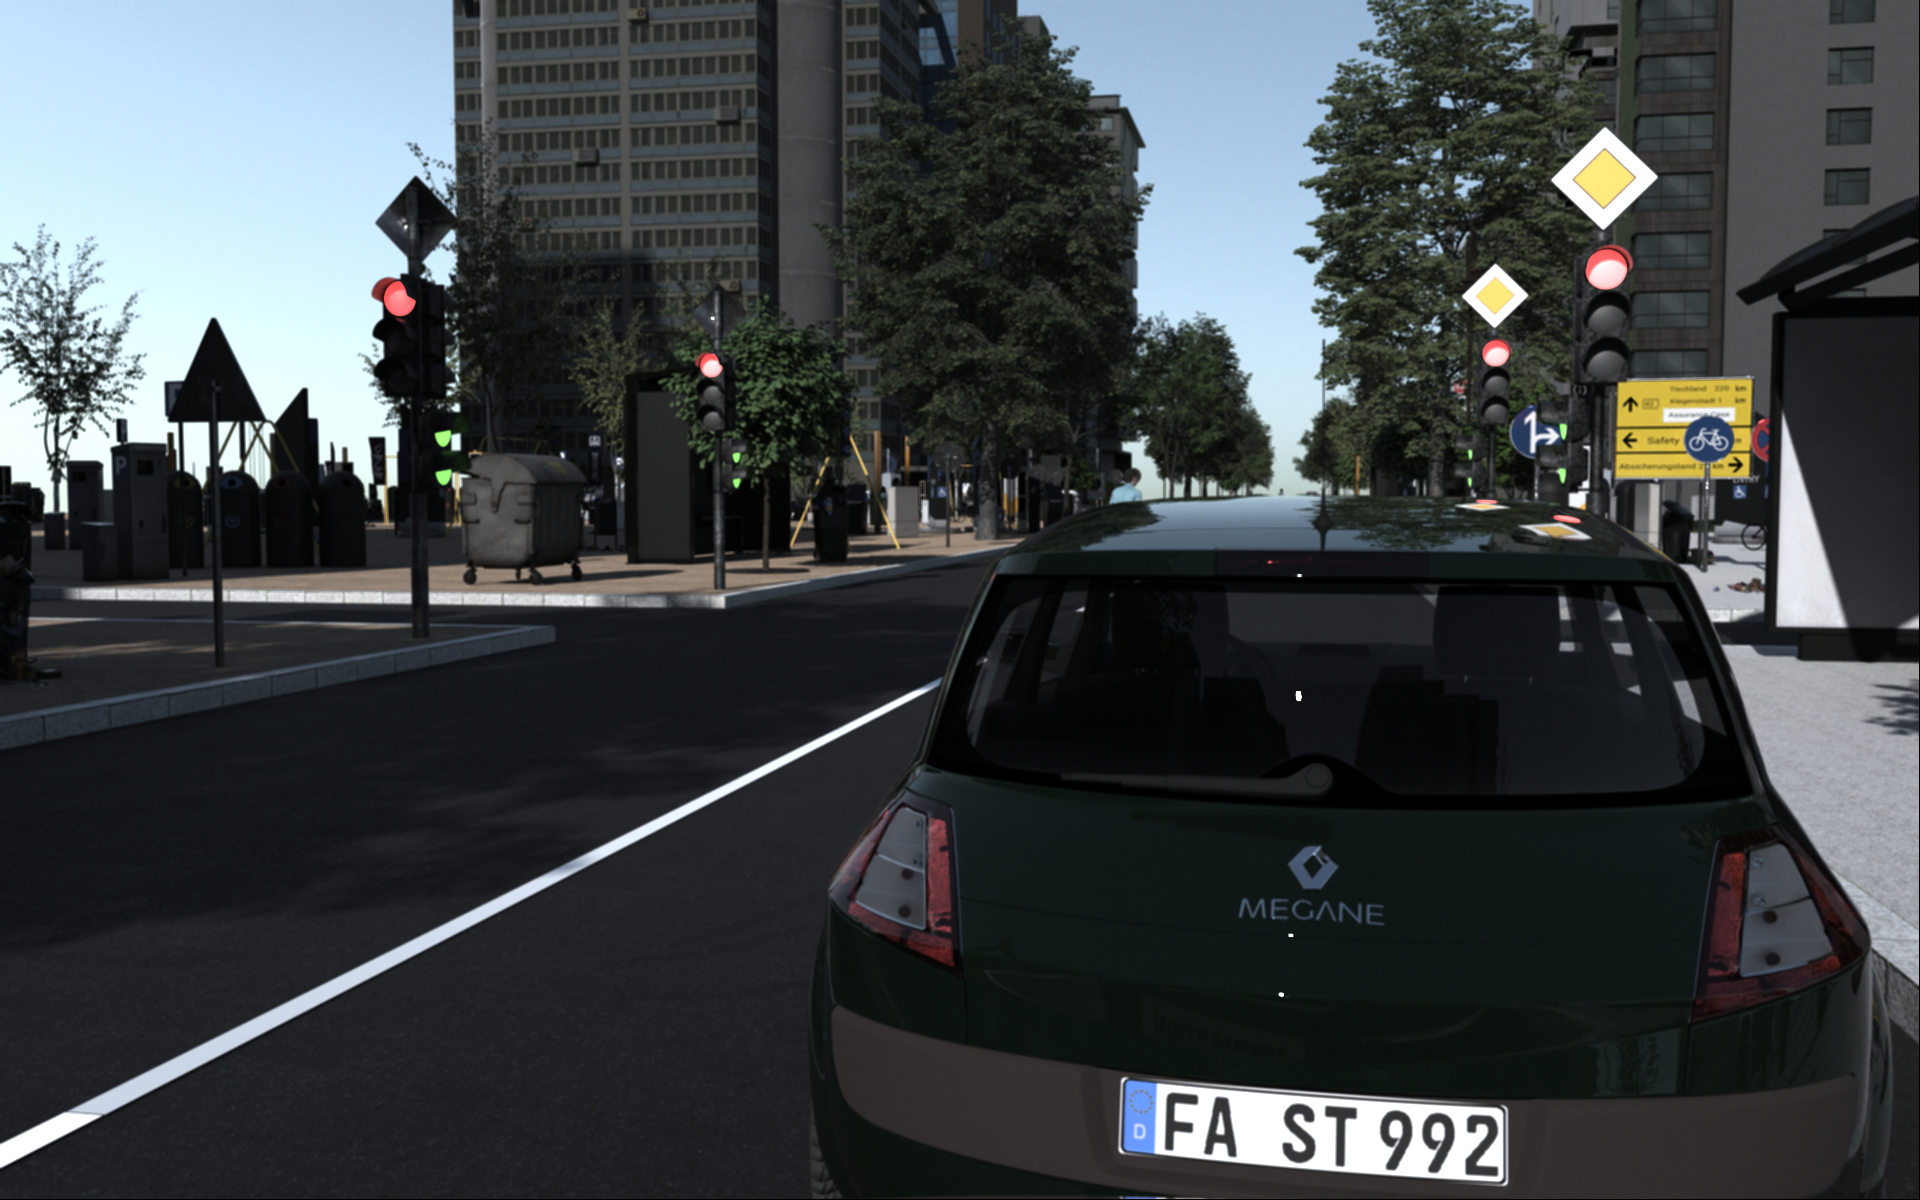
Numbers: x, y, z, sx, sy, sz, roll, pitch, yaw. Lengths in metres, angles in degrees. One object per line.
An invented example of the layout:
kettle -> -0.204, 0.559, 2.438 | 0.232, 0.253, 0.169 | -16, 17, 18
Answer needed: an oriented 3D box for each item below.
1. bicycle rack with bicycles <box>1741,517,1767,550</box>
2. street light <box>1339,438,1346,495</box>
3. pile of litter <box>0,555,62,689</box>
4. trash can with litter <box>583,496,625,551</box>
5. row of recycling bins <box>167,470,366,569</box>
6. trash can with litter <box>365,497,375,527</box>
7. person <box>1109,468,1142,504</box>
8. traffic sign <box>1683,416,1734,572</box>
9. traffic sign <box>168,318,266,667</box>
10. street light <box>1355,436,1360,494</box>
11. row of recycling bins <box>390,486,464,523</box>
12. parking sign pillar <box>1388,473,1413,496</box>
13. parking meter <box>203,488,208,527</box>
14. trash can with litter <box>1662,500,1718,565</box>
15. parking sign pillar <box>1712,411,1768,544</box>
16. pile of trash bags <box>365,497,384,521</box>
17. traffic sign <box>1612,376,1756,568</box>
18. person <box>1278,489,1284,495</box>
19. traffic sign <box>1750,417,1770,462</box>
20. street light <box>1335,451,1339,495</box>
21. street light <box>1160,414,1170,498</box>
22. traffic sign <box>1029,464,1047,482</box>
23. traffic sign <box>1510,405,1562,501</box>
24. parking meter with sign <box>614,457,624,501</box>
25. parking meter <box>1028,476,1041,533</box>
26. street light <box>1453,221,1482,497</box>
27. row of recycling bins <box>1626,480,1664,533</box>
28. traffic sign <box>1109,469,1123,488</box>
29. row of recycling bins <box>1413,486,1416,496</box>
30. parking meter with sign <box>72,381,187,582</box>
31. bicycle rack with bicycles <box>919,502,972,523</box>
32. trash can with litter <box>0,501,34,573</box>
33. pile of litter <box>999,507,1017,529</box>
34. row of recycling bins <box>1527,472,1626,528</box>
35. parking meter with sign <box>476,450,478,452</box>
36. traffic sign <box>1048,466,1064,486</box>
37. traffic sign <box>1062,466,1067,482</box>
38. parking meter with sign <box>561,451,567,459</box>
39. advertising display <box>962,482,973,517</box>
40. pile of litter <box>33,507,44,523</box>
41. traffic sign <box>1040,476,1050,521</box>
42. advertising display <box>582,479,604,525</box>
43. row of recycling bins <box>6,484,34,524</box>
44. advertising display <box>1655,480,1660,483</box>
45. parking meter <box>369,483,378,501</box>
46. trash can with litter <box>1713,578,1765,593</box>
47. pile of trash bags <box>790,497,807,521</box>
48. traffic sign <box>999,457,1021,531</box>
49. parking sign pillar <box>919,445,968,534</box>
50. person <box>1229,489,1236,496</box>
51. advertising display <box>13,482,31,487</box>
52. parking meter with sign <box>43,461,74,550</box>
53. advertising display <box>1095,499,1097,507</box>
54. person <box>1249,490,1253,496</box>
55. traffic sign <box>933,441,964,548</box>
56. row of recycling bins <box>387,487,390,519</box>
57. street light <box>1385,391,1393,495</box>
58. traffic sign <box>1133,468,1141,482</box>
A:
bicycle rack with bicycles -> 19.562, -1.562, 38.921 | 2.852, 0.926, 2.925 | -2, 4, -27
street light -> 30.314, -10.003, 136.339 | 0.468, 5.910, 1.993 | 1, 4, 11
pile of litter -> -6.886, 0.123, 11.948 | 1.176, 0.858, 1.719 | -2, 4, -32
trash can with litter -> -7.689, -1.721, 39.199 | 2.233, 1.210, 1.678 | 1, 4, 9
row of recycling bins -> -12.289, -1.426, 30.434 | 3.534, 1.692, 1.069 | -1, 4, -12
trash can with litter -> -23.864, -3.478, 67.921 | 1.678, 1.210, 2.233 | 3, 5, 41
person -> 2.452, -1.080, 26.177 | 0.660, 1.820, 0.620 | 3, 4, 37
traffic sign -> 12.197, -1.724, 28.286 | 0.768, 2.556, 0.104 | 1, 4, 13
traffic sign -> -5.510, -0.784, 12.816 | 0.884, 2.594, 0.081 | 1, 4, 19
street light -> 23.723, -8.015, 103.826 | 0.468, 5.910, 1.993 | 1, 4, 11
row of recycling bins -> -23.290, -4.272, 76.967 | 3.534, 1.692, 1.069 | -2, 4, -25
parking sign pillar -> 17.531, -4.917, 68.867 | 1.447, 3.967, 1.447 | 3, 5, 41
parking meter -> -29.733, -3.679, 68.559 | 0.372, 1.533, 0.369 | 0, 3, 0
trash can with litter -> 13.386, -1.247, 31.778 | 0.624, 1.170, 1.055 | -2, 4, -35
parking sign pillar -> 20.287, -3.446, 44.808 | 1.447, 3.967, 1.447 | -3, 4, -39
pile of trash bags -> -28.806, -4.500, 83.321 | 1.912, 1.369, 3.447 | -1, 4, -11
traffic sign -> 12.602, -2.224, 30.238 | 2.265, 3.308, 0.079 | 1, 4, 19
person -> 23.356, -7.172, 125.743 | 0.705, 1.826, 1.348 | -2, 4, -26
traffic sign -> 13.254, -1.719, 28.212 | 0.768, 2.556, 0.104 | 1, 4, 12
street light -> 37.018, -12.008, 169.117 | 0.468, 5.910, 1.993 | 1, 4, 11
street light -> 11.664, -7.702, 98.707 | 0.468, 5.910, 1.993 | 1, 4, 11
traffic sign -> 3.308, -4.510, 73.852 | 0.768, 2.556, 0.104 | 1, 4, 15
traffic sign -> 8.260, -1.511, 24.817 | 0.768, 2.556, 0.104 | 1, 4, 16
parking meter with sign -> -15.996, -5.309, 83.058 | 0.543, 3.016, 1.738 | 1, 4, 11
parking meter -> 2.479, -3.169, 57.519 | 0.399, 1.863, 0.255 | 1, 4, 17
street light -> 8.711, -3.477, 29.634 | 0.468, 5.910, 1.993 | 1, 4, 11
row of recycling bins -> 18.323, -2.435, 46.923 | 1.069, 1.692, 3.534 | 1, 4, 14
traffic sign -> 7.940, -5.395, 88.320 | 0.768, 2.556, 0.104 | 1, 4, 16
row of recycling bins -> 23.985, -5.162, 91.511 | 1.069, 1.692, 3.534 | 2, 4, 31
parking meter with sign -> -12.355, -1.821, 26.031 | 0.543, 3.016, 1.738 | 1, 4, 23
bicycle rack with bicycles -> -0.850, -3.978, 78.428 | 2.925, 0.926, 2.852 | -2, 4, -25
trash can with litter -> -14.722, -0.946, 26.855 | 0.624, 1.170, 1.055 | -2, 4, -27
pile of litter -> 1.708, -3.092, 64.525 | 1.176, 0.858, 1.719 | 2, 4, 25
row of recycling bins -> 12.081, -1.658, 34.225 | 1.069, 1.692, 3.534 | 2, 4, 35
parking meter with sign -> -18.504, -4.483, 69.563 | 1.738, 3.016, 0.543 | -1, 4, -16
traffic sign -> 4.272, -4.724, 77.337 | 0.768, 2.556, 0.104 | 1, 4, 17
traffic sign -> 4.861, -4.768, 78.060 | 0.768, 2.556, 0.104 | 1, 4, 14
parking meter with sign -> -16.397, -4.504, 69.895 | 0.543, 3.016, 1.738 | 0, 4, 5
advertising display -> 0.596, -5.499, 95.117 | 0.974, 1.923, 0.123 | 1, 4, 9
pile of litter -> -41.759, -3.876, 77.340 | 1.719, 0.858, 1.176 | -3, 4, -38
traffic sign -> 3.838, -5.039, 82.389 | 0.884, 2.594, 0.081 | 1, 4, 20
advertising display -> -15.476, -4.145, 72.981 | 0.974, 1.923, 0.123 | -3, 4, -38
row of recycling bins -> -39.861, -4.008, 72.637 | 1.069, 1.692, 3.534 | -1, 4, -11
advertising display -> 25.390, -3.606, 64.164 | 0.974, 1.923, 0.123 | 3, 5, 40
parking meter -> -31.384, -5.318, 92.658 | 0.399, 1.863, 0.255 | -1, 4, -9
trash can with litter -> 10.800, -0.721, 22.845 | 1.678, 1.210, 2.233 | 0, 4, 8
pile of trash bags -> -8.771, -4.530, 83.823 | 3.447, 1.369, 1.912 | 3, 4, 37
traffic sign -> 1.727, -3.679, 60.251 | 0.768, 2.556, 0.104 | 1, 4, 15
parking sign pillar -> -0.701, -4.138, 56.128 | 1.447, 3.967, 1.447 | -1, 4, -12
person -> 15.455, -5.461, 98.455 | 0.551, 1.740, 0.621 | 3, 5, 40
advertising display -> -50.707, -5.411, 93.676 | 0.974, 1.923, 0.123 | 0, 4, 7
parking meter with sign -> -20.171, -2.671, 39.933 | 1.738, 3.016, 0.543 | -1, 4, -11
advertising display -> 6.893, -4.919, 85.637 | 0.123, 1.923, 0.974 | -1, 4, -15
person -> 30.734, -10.648, 182.684 | 0.705, 1.814, 1.350 | 3, 5, 42
traffic sign -> -0.288, -2.532, 41.505 | 0.768, 2.556, 0.104 | 1, 4, 15
row of recycling bins -> -27.834, -4.891, 87.076 | 1.069, 1.692, 3.534 | -3, 5, -44
street light -> 15.260, -5.449, 61.883 | 0.468, 5.910, 1.993 | 1, 4, 11
traffic sign -> 8.439, -5.158, 84.434 | 0.768, 2.556, 0.104 | 1, 4, 18
